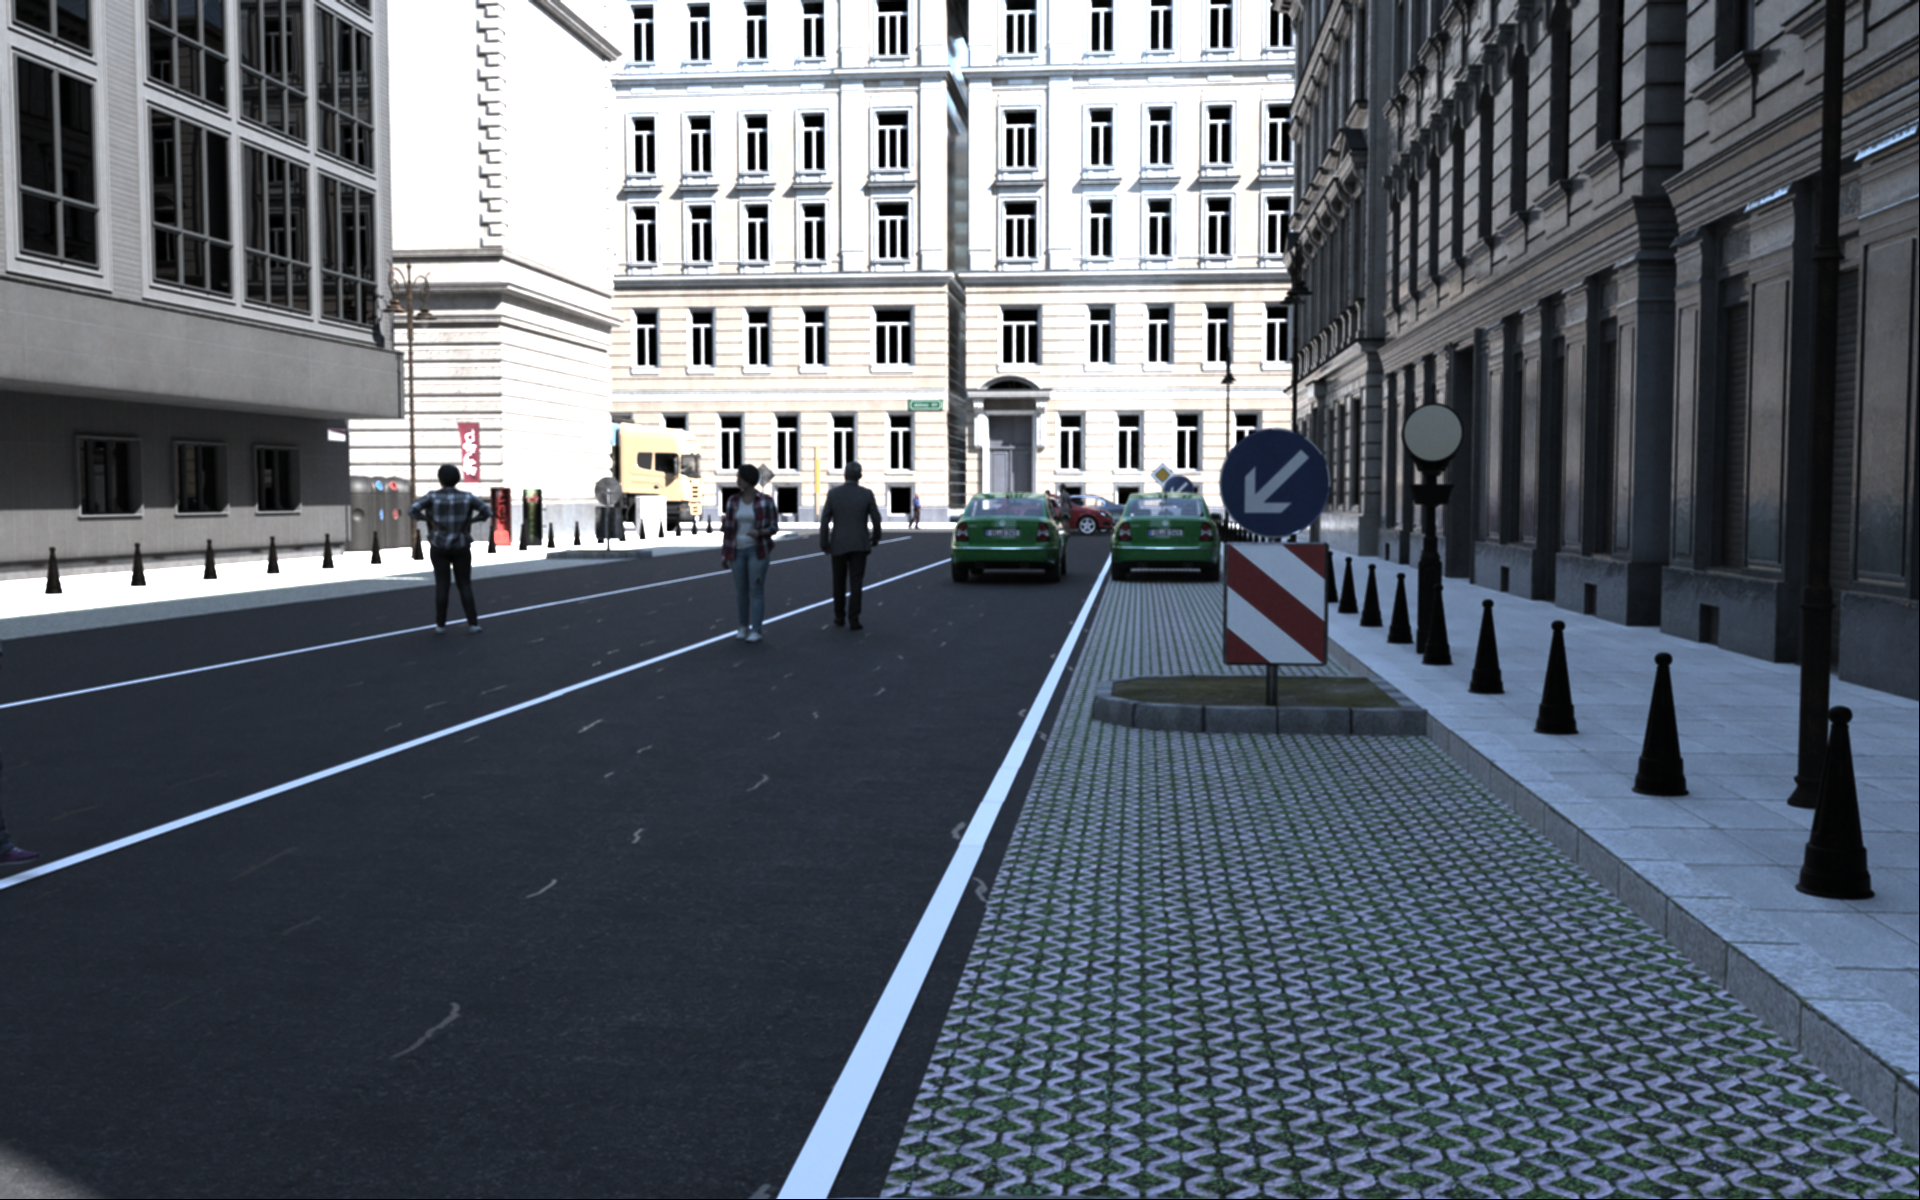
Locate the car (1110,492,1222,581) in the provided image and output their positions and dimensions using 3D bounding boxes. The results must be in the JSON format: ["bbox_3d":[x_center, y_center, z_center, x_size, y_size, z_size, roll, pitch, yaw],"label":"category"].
[{"bbox_3d":[3.546,-1.287,29.840,1.959,1.807,4.718,0,4,7],"label":"car"}]

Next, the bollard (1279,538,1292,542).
[{"bbox_3d":[4.979,-0.621,26.201,0.229,0.601,0.229,0,3,0],"label":"bollard"}]

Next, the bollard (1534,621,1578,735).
[{"bbox_3d":[3.215,0.411,9.324,0.229,0.601,0.229,0,3,0],"label":"bollard"}]

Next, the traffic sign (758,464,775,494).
[{"bbox_3d":[-6.450,-3.248,56.741,0.795,2.450,0.064,0,4,6],"label":"traffic sign"}]

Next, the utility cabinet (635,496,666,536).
[{"bbox_3d":[-9.541,-2.589,53.494,0.306,1.237,1.020,3,4,38],"label":"utility cabinet"}]

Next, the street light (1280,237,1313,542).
[{"bbox_3d":[6.063,-3.583,31.365,0.468,5.910,1.993,0,4,6],"label":"street light"}]

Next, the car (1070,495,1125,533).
[{"bbox_3d":[4.133,-3.229,64.794,4.499,1.417,2.014,0,4,6],"label":"car"}]

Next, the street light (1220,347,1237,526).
[{"bbox_3d":[8.446,-5.008,54.666,0.468,5.910,1.993,0,4,6],"label":"street light"}]

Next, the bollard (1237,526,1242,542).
[{"bbox_3d":[6.158,-1.309,37.451,0.229,0.601,0.229,0,3,0],"label":"bollard"}]

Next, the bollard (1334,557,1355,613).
[{"bbox_3d":[4.195,-0.163,18.705,0.229,0.601,0.229,0,3,0],"label":"bollard"}]

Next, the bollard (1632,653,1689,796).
[{"bbox_3d":[3.015,0.526,7.440,0.229,0.601,0.229,0,3,0],"label":"bollard"}]

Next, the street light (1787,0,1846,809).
[{"bbox_3d":[3.508,-2.090,6.957,0.468,5.910,1.993,0,4,6],"label":"street light"}]

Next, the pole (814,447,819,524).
[{"bbox_3d":[-6.245,-4.992,75.466,0.158,3.312,0.155,0,3,0],"label":"pole"}]

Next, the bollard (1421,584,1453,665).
[{"bbox_3d":[3.605,0.182,13.070,0.229,0.601,0.229,0,3,0],"label":"bollard"}]

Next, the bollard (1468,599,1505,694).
[{"bbox_3d":[3.409,0.296,11.199,0.229,0.601,0.229,0,3,0],"label":"bollard"}]

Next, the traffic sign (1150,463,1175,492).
[{"bbox_3d":[6.471,-3.164,55.373,0.795,2.450,0.064,0,4,6],"label":"traffic sign"}]

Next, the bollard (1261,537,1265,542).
[{"bbox_3d":[5.370,-0.852,29.964,0.229,0.601,0.229,0,3,0],"label":"bollard"}]

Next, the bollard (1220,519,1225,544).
[{"bbox_3d":[6.942,-1.768,44.943,0.229,0.601,0.229,0,3,0],"label":"bollard"}]

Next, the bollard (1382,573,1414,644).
[{"bbox_3d":[3.801,0.067,14.940,0.229,0.601,0.229,0,3,0],"label":"bollard"}]

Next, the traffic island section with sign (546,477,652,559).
[{"bbox_3d":[-8.015,-1.849,38.856,1.989,1.847,2.006,0,4,6],"label":"traffic island section with sign"}]

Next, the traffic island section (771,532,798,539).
[{"bbox_3d":[-6.475,-2.112,56.805,2.009,0.180,2.903,0,4,6],"label":"traffic island section"}]

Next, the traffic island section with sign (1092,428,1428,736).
[{"bbox_3d":[1.870,-0.158,11.218,1.989,1.847,2.006,0,4,6],"label":"traffic island section with sign"}]

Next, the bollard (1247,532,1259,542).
[{"bbox_3d":[5.764,-1.080,33.705,0.229,0.601,0.229,0,3,0],"label":"bollard"}]

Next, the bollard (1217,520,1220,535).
[{"bbox_3d":[7.136,-1.882,46.818,0.229,0.601,0.229,0,3,0],"label":"bollard"}]

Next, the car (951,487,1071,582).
[{"bbox_3d":[0.902,-1.278,29.693,1.959,1.807,4.718,0,4,6],"label":"car"}]

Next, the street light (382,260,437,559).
[{"bbox_3d":[-10.865,-3.764,34.324,0.468,5.910,1.993,0,4,6],"label":"street light"}]

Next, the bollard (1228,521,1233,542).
[{"bbox_3d":[6.548,-1.539,41.202,0.229,0.601,0.229,0,3,0],"label":"bollard"}]

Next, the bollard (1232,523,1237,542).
[{"bbox_3d":[6.357,-1.424,39.321,0.229,0.601,0.229,0,3,0],"label":"bollard"}]

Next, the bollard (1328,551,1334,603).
[{"bbox_3d":[4.390,-0.277,20.577,0.229,0.601,0.229,0,3,0],"label":"bollard"}]

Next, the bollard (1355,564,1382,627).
[{"bbox_3d":[3.999,-0.048,16.825,0.229,0.601,0.229,0,3,0],"label":"bollard"}]

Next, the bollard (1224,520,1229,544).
[{"bbox_3d":[6.747,-1.653,43.072,0.229,0.601,0.229,0,3,0],"label":"bollard"}]

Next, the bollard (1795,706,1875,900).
[{"bbox_3d":[2.821,0.641,5.569,0.229,0.601,0.229,0,3,0],"label":"bollard"}]

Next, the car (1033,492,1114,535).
[{"bbox_3d":[3.196,-3.185,61.109,4.494,1.783,2.155,0,4,4],"label":"car"}]

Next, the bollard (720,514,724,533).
[{"bbox_3d":[-7.909,-2.557,57.853,0.229,0.601,0.229,0,3,0],"label":"bollard"}]

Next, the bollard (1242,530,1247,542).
[{"bbox_3d":[5.961,-1.195,35.575,0.229,0.601,0.229,0,3,0],"label":"bollard"}]

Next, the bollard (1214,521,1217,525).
[{"bbox_3d":[7.332,-1.998,48.701,0.229,0.601,0.229,0,3,0],"label":"bollard"}]
